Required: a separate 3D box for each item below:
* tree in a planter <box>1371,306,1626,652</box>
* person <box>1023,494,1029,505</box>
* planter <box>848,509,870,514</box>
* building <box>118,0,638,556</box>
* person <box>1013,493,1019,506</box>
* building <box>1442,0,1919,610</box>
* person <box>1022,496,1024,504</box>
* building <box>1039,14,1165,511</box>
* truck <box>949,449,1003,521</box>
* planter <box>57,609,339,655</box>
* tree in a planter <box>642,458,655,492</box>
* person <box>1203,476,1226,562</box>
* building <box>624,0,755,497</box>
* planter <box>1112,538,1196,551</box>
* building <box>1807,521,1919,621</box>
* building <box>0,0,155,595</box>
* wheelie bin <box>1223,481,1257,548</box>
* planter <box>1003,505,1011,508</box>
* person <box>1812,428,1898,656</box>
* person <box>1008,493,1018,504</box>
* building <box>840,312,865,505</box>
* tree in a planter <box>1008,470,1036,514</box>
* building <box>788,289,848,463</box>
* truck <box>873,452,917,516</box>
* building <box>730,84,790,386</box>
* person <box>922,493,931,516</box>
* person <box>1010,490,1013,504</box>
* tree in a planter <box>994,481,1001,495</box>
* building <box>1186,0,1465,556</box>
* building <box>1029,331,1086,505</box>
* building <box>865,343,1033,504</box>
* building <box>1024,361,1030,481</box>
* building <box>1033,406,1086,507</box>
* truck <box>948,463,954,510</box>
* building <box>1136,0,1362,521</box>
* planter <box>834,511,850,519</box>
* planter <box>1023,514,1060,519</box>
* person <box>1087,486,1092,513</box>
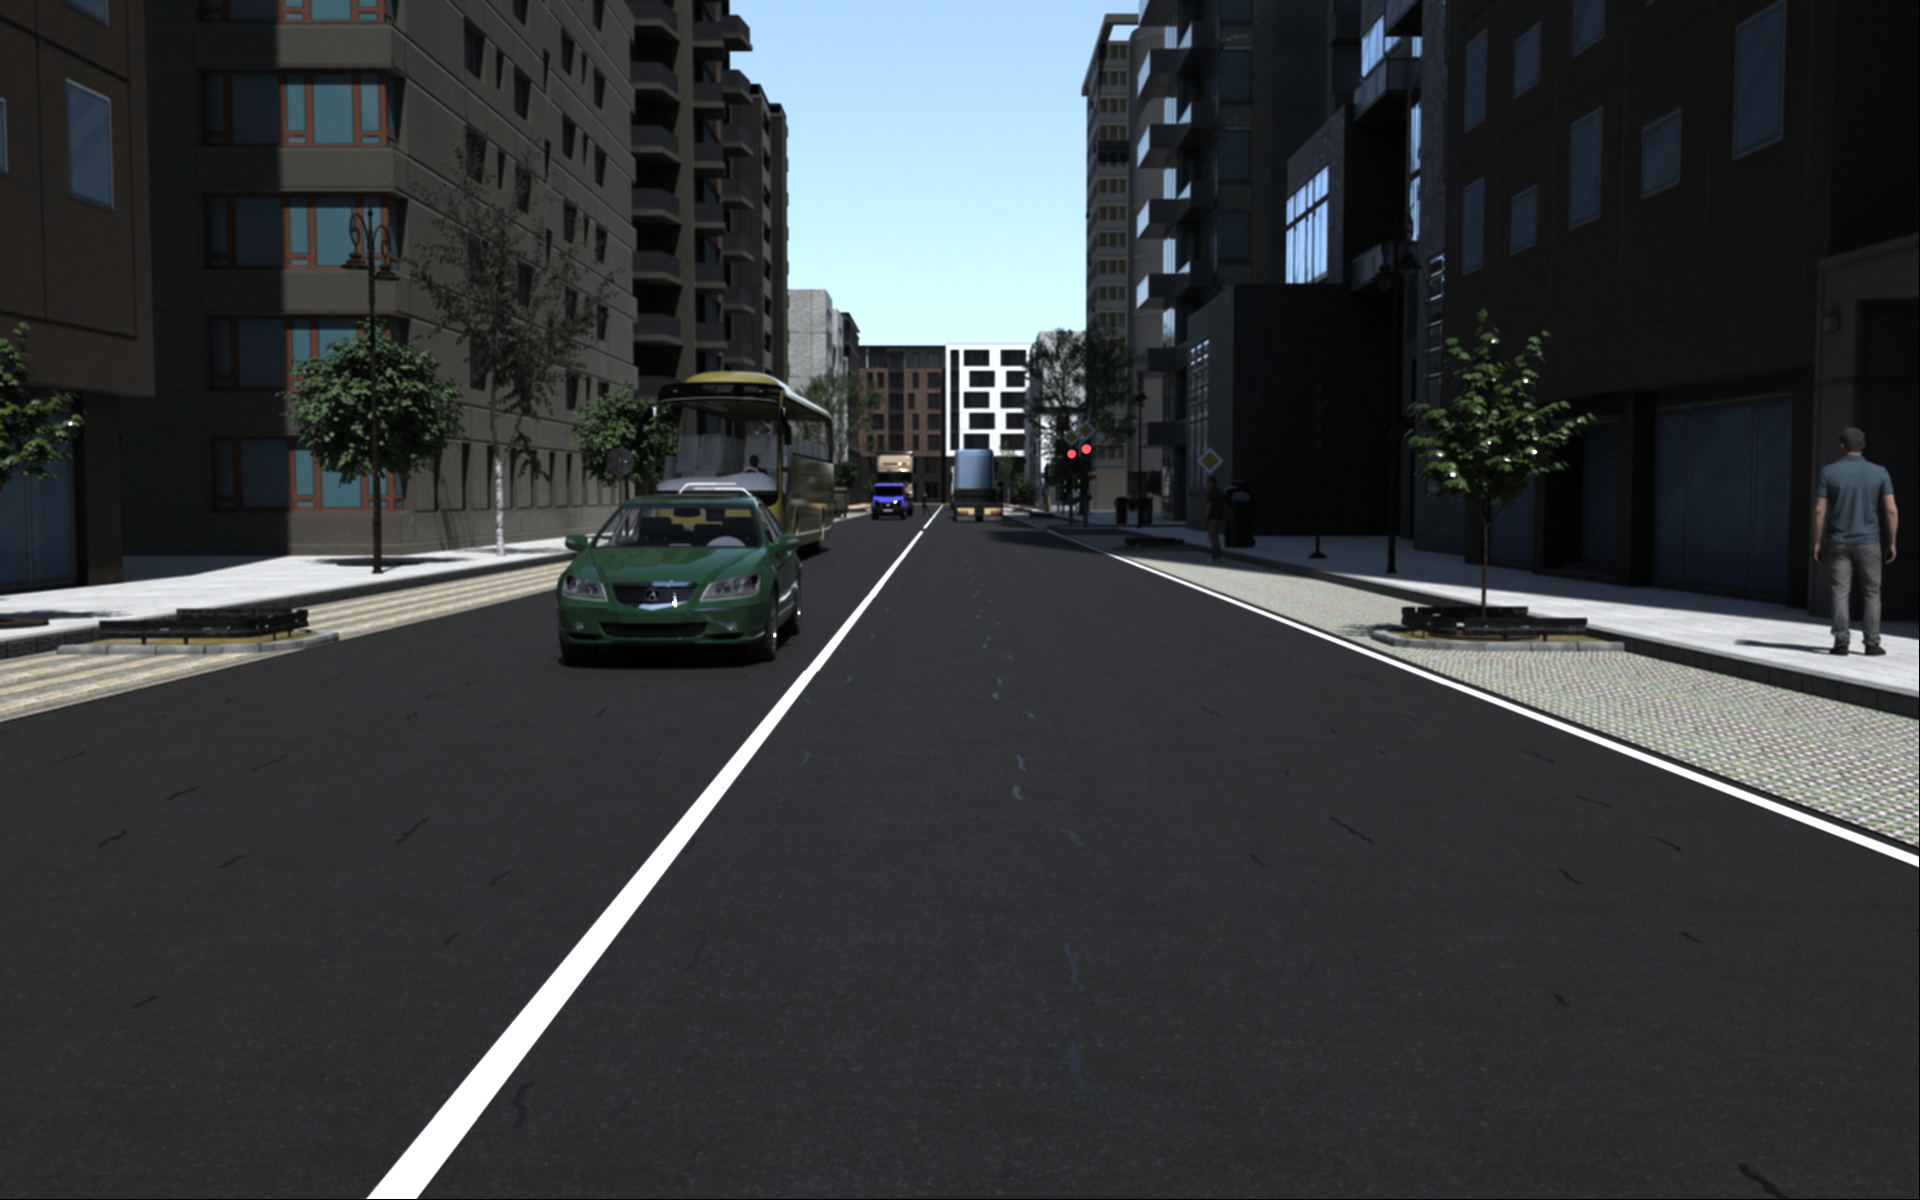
[{"bbox_3d":[5.034,-1.182,16.548,1.991,3.239,1.994,0,4,0],"label":"tree in a planter"},{"bbox_3d":[7.984,-12.245,209.443,0.628,1.438,0.799,1,4,10],"label":"person"},{"bbox_3d":[-7.573,-6.463,126.811,1.991,0.319,1.994,0,4,0],"label":"planter"},{"bbox_3d":[-26.141,-12.481,49.107,28.899,21.520,27.650,0,4,0],"label":"building"},{"bbox_3d":[6.194,-11.461,193.392,0.705,1.831,1.348,2,4,31],"label":"person"},{"bbox_3d":[15.918,-22.869,24.020,14.600,45.320,14.200,0,4,0],"label":"building"},{"bbox_3d":[8.456,-13.588,231.576,0.541,1.710,0.530,3,4,38],"label":"person"},{"bbox_3d":[22.699,-27.196,136.533,32.217,40.220,23.993,0,4,0],"label":"building"},{"bbox_3d":[0.901,-6.614,97.900,2.967,4.110,18.799,0,4,-1],"label":"truck"},{"bbox_3d":[-7.019,0.295,16.322,1.991,0.319,1.994,0,4,0],"label":"planter"},{"bbox_3d":[-7.154,-2.811,43.176,1.991,3.239,1.994,0,4,0],"label":"tree in a planter"},{"bbox_3d":[5.316,-1.695,36.338,0.598,1.807,0.434,-2,4,-35],"label":"person"},{"bbox_3d":[-22.961,-26.789,92.623,22.147,44.769,28.867,0,4,0],"label":"building"},{"bbox_3d":[4.893,-1.404,44.098,1.991,0.319,1.994,0,4,0],"label":"planter"},{"bbox_3d":[19.196,-34.717,5.874,20.563,71.187,20.611,0,4,0],"label":"building"},{"bbox_3d":[-18.584,-22.432,16.879,14.600,45.320,14.200,0,4,0],"label":"building"},{"bbox_3d":[6.712,-2.065,41.679,0.693,1.594,0.980,-1,4,-23],"label":"wheelie bin"},{"bbox_3d":[4.232,-9.521,176.812,1.991,0.319,1.994,0,4,0],"label":"planter"},{"bbox_3d":[7.137,-0.468,13.815,0.598,1.807,0.434,2,4,33],"label":"person"},{"bbox_3d":[6.783,-13.294,223.357,1.348,1.831,0.705,1,4,23],"label":"person"},{"bbox_3d":[-28.811,-22.295,208.504,32.646,21.610,27.936,0,4,0],"label":"building"},{"bbox_3d":[4.492,-7.867,125.849,1.991,3.239,1.994,0,4,0],"label":"tree in a planter"},{"bbox_3d":[-19.993,-18.266,165.105,16.747,18.905,31.486,0,4,0],"label":"building"},{"bbox_3d":[-4.362,-7.837,117.052,2.839,4.237,11.283,0,4,-2],"label":"truck"},{"bbox_3d":[-19.751,-21.456,122.508,14.160,30.474,14.107,0,4,0],"label":"building"},{"bbox_3d":[-2.198,-6.169,111.905,0.613,1.512,0.480,-1,4,-13],"label":"person"},{"bbox_3d":[6.523,-13.093,220.120,0.705,1.823,1.348,1,4,9],"label":"person"},{"bbox_3d":[4.082,-12.672,204.403,1.991,3.239,1.994,0,4,0],"label":"tree in a planter"},{"bbox_3d":[19.550,-44.835,45.729,22.319,86.520,31.000,0,4,0],"label":"building"},{"bbox_3d":[16.938,-20.160,196.076,16.747,18.905,31.486,0,4,0],"label":"building"},{"bbox_3d":[-4.184,-24.738,248.442,32.646,21.610,27.936,0,4,0],"label":"building"},{"bbox_3d":[16.183,-22.080,217.428,16.016,20.091,11.380,0,4,0],"label":"building"},{"bbox_3d":[12.185,-13.712,166.333,9.099,9.664,28.070,0,4,0],"label":"building"},{"bbox_3d":[0.330,-10.665,163.283,2.839,4.237,11.283,0,4,-1],"label":"truck"},{"bbox_3d":[24.090,-28.507,85.700,30.456,49.044,23.786,0,4,0],"label":"building"},{"bbox_3d":[-7.433,-4.727,98.426,1.991,0.319,1.994,0,4,0],"label":"planter"},{"bbox_3d":[4.616,-4.728,98.445,1.991,0.319,1.994,0,4,0],"label":"planter"},{"bbox_3d":[8.667,-6.856,118.005,0.709,1.838,0.599,-1,4,-12],"label":"person"}]
